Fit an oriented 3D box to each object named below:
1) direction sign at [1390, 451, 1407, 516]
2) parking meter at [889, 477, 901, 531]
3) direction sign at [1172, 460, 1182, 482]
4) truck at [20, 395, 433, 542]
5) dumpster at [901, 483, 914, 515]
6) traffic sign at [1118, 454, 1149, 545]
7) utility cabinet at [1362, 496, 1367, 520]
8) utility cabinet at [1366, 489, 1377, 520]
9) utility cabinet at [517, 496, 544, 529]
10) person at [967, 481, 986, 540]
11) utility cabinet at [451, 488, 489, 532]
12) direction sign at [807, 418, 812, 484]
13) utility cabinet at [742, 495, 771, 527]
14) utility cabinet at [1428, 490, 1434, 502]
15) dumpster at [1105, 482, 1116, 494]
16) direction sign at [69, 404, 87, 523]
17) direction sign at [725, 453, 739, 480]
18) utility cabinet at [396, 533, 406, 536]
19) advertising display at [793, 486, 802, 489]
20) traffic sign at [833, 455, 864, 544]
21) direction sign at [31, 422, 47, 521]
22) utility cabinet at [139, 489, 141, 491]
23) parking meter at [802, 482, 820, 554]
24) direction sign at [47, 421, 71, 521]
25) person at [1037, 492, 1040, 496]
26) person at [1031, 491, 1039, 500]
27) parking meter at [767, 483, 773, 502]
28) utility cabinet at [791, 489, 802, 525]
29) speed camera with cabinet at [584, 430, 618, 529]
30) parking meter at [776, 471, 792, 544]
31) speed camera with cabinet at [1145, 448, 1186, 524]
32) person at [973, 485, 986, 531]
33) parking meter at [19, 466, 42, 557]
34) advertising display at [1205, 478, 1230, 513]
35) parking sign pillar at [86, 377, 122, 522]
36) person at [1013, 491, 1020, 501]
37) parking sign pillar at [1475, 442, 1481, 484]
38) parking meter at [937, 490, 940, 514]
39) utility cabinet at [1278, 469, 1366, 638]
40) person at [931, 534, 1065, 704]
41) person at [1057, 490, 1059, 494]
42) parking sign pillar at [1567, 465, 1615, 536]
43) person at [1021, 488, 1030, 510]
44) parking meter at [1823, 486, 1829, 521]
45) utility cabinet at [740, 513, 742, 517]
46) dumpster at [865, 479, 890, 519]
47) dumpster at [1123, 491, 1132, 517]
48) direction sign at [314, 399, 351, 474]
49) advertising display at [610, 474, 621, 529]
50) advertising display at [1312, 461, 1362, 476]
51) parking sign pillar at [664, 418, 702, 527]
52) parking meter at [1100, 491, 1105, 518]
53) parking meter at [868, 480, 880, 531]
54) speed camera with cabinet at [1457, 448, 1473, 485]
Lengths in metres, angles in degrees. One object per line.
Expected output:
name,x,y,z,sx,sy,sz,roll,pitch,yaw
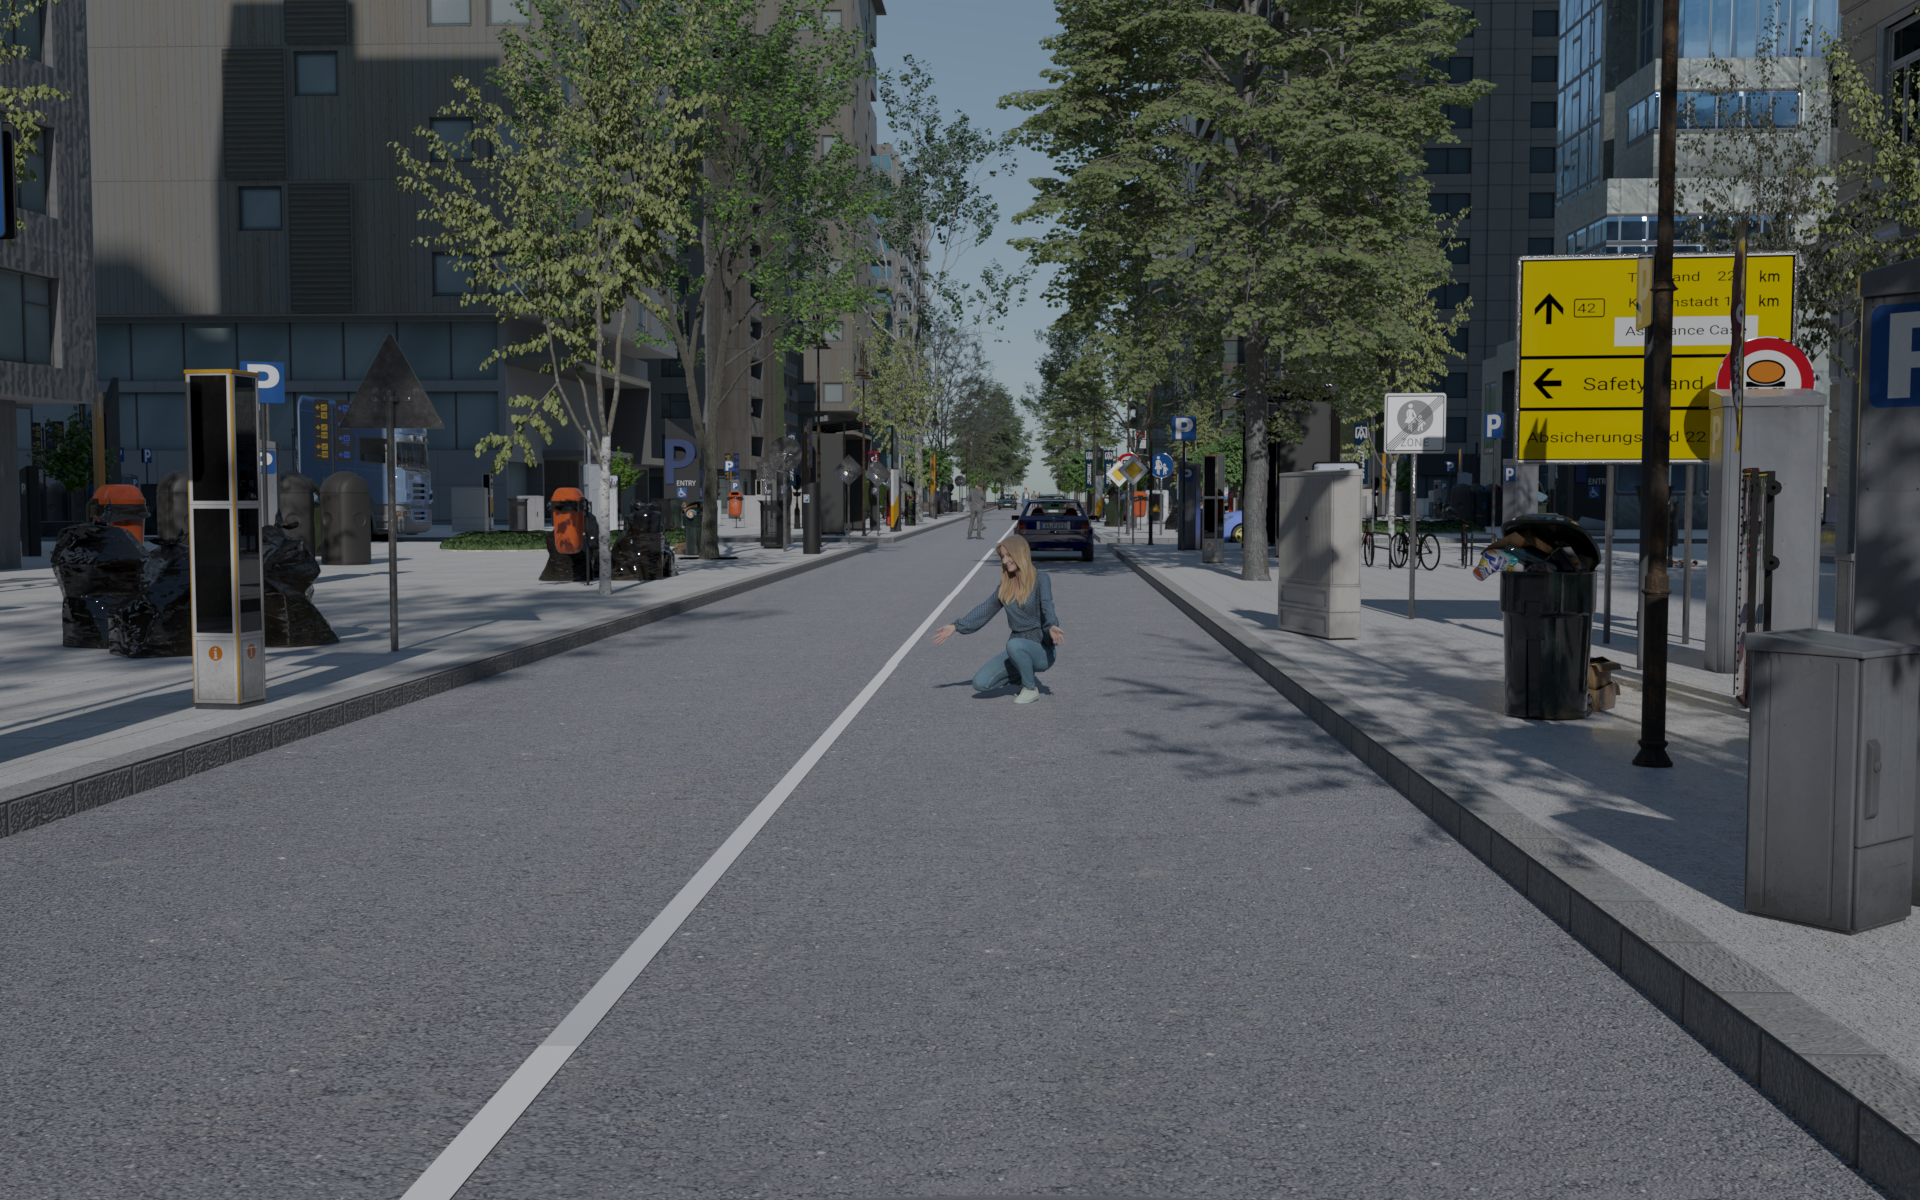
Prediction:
direction sign,24.536,-6.417,96.914,0.876,3.537,0.379,0,4,-1
parking meter,-2.227,-3.286,59.429,0.399,1.863,0.255,0,4,8
direction sign,14.516,-7.532,115.152,0.876,3.537,0.379,1,4,21
truck,-23.670,-3.580,48.286,18.799,4.110,2.967,0,4,1
dumpster,-3.038,-5.110,89.311,1.264,1.857,1.865,0,4,3
traffic sign,4.391,-2.465,43.940,0.795,2.450,0.064,0,4,3
utility cabinet,13.489,-2.971,59.744,1.020,1.237,0.306,0,4,-8
utility cabinet,18.515,-4.330,79.472,1.173,1.500,0.318,1,4,8
utility cabinet,-15.518,-3.147,62.622,0.306,1.237,1.020,2,4,35
person,0.520,-2.836,54.678,0.655,1.846,0.447,1,4,21
utility cabinet,-16.541,-3.046,58.480,1.173,1.500,0.318,0,4,8
direction sign,-4.506,-3.666,51.942,0.379,3.537,0.876,-1,4,-13
utility cabinet,-7.914,-3.456,67.667,1.020,1.237,0.306,0,4,-5
utility cabinet,28.332,-5.779,103.163,0.318,1.500,1.173,-1,4,-16
dumpster,7.894,-5.042,84.924,1.502,2.255,1.985,0,4,3
direction sign,-21.385,-3.077,42.301,0.379,3.537,0.876,-1,4,-19
direction sign,-12.632,-6.360,95.987,0.876,3.537,0.379,1,4,18
utility cabinet,-17.350,-2.692,52.687,1.173,1.500,0.318,2,4,35
advertising display,-9.731,-6.096,104.875,0.974,1.923,0.123,1,4,20
traffic sign,-2.844,-2.487,44.298,0.795,2.450,0.064,0,4,3
direction sign,-29.113,-3.858,55.068,0.379,3.537,0.876,1,4,19
utility cabinet,-32.861,-3.720,69.501,0.318,1.500,1.173,1,4,22
parking meter,-3.173,-1.749,36.999,0.372,1.533,0.369,0,3,0
direction sign,-27.742,-3.785,53.875,0.876,3.537,0.379,0,3,0
person,13.053,-16.897,284.900,1.348,1.807,0.705,2,4,34
person,7.679,-10.330,177.929,0.617,1.759,0.750,2,4,34
parking meter,-10.030,-5.201,90.746,0.399,1.863,0.255,-1,4,-12
utility cabinet,-6.906,-3.849,71.614,1.173,1.500,0.318,0,4,7
speed camera with cabinet,-11.065,-3.607,53.313,0.660,3.252,2.038,-2,4,-25
parking meter,-4.487,-2.358,44.270,0.399,1.863,0.255,0,4,-7
speed camera with cabinet,9.022,-4.920,74.771,2.038,3.252,0.660,0,4,4
person,0.674,-3.627,67.902,0.767,1.812,0.694,0,4,-6
parking meter,-19.122,-1.829,35.619,0.399,1.863,0.255,3,4,37
advertising display,10.522,-4.011,70.798,0.974,1.923,0.123,1,4,21
parking sign pillar,-19.475,-3.117,39.432,1.447,3.967,1.447,-1,4,-14
person,7.006,-12.856,218.787,1.348,1.812,0.705,1,4,19
parking sign pillar,27.288,-6.271,91.007,1.447,3.967,1.447,1,4,18
parking meter,-1.437,-6.146,108.900,0.372,1.533,0.369,0,3,0
utility cabinet,3.240,-0.430,15.702,0.318,1.500,1.173,-1,4,-12
person,0.413,0.128,11.913,0.738,1.151,1.012,-3,5,-44
person,6.772,-6.732,119.567,0.512,1.701,0.522,2,4,24
parking sign pillar,19.377,-3.956,53.156,1.447,3.967,1.447,0,4,-4
person,3.907,-5.789,103.175,0.581,1.822,0.654,0,4,3
parking meter,28.632,-2.974,57.032,0.372,1.533,0.369,0,3,0
utility cabinet,-12.545,-5.255,97.085,1.020,1.237,0.306,2,4,31
dumpster,-4.397,-5.366,90.228,1.502,2.255,1.985,0,4,3
dumpster,7.753,-4.599,80.948,1.264,1.857,1.865,0,4,3
direction sign,-15.068,-3.037,41.658,0.876,3.537,0.379,-3,5,-42
advertising display,-11.446,-3.157,56.837,0.974,1.923,0.123,3,5,44
advertising display,7.447,-1.777,34.274,0.974,1.923,0.123,2,4,29
parking sign pillar,-9.832,-4.465,61.477,1.447,3.967,1.447,0,4,6
parking meter,7.567,-5.157,92.729,0.372,1.533,0.369,0,3,0
parking meter,-3.003,-3.357,60.591,0.399,1.863,0.255,0,4,-1
speed camera with cabinet,21.321,-4.811,72.994,0.660,3.252,2.038,1,4,15
